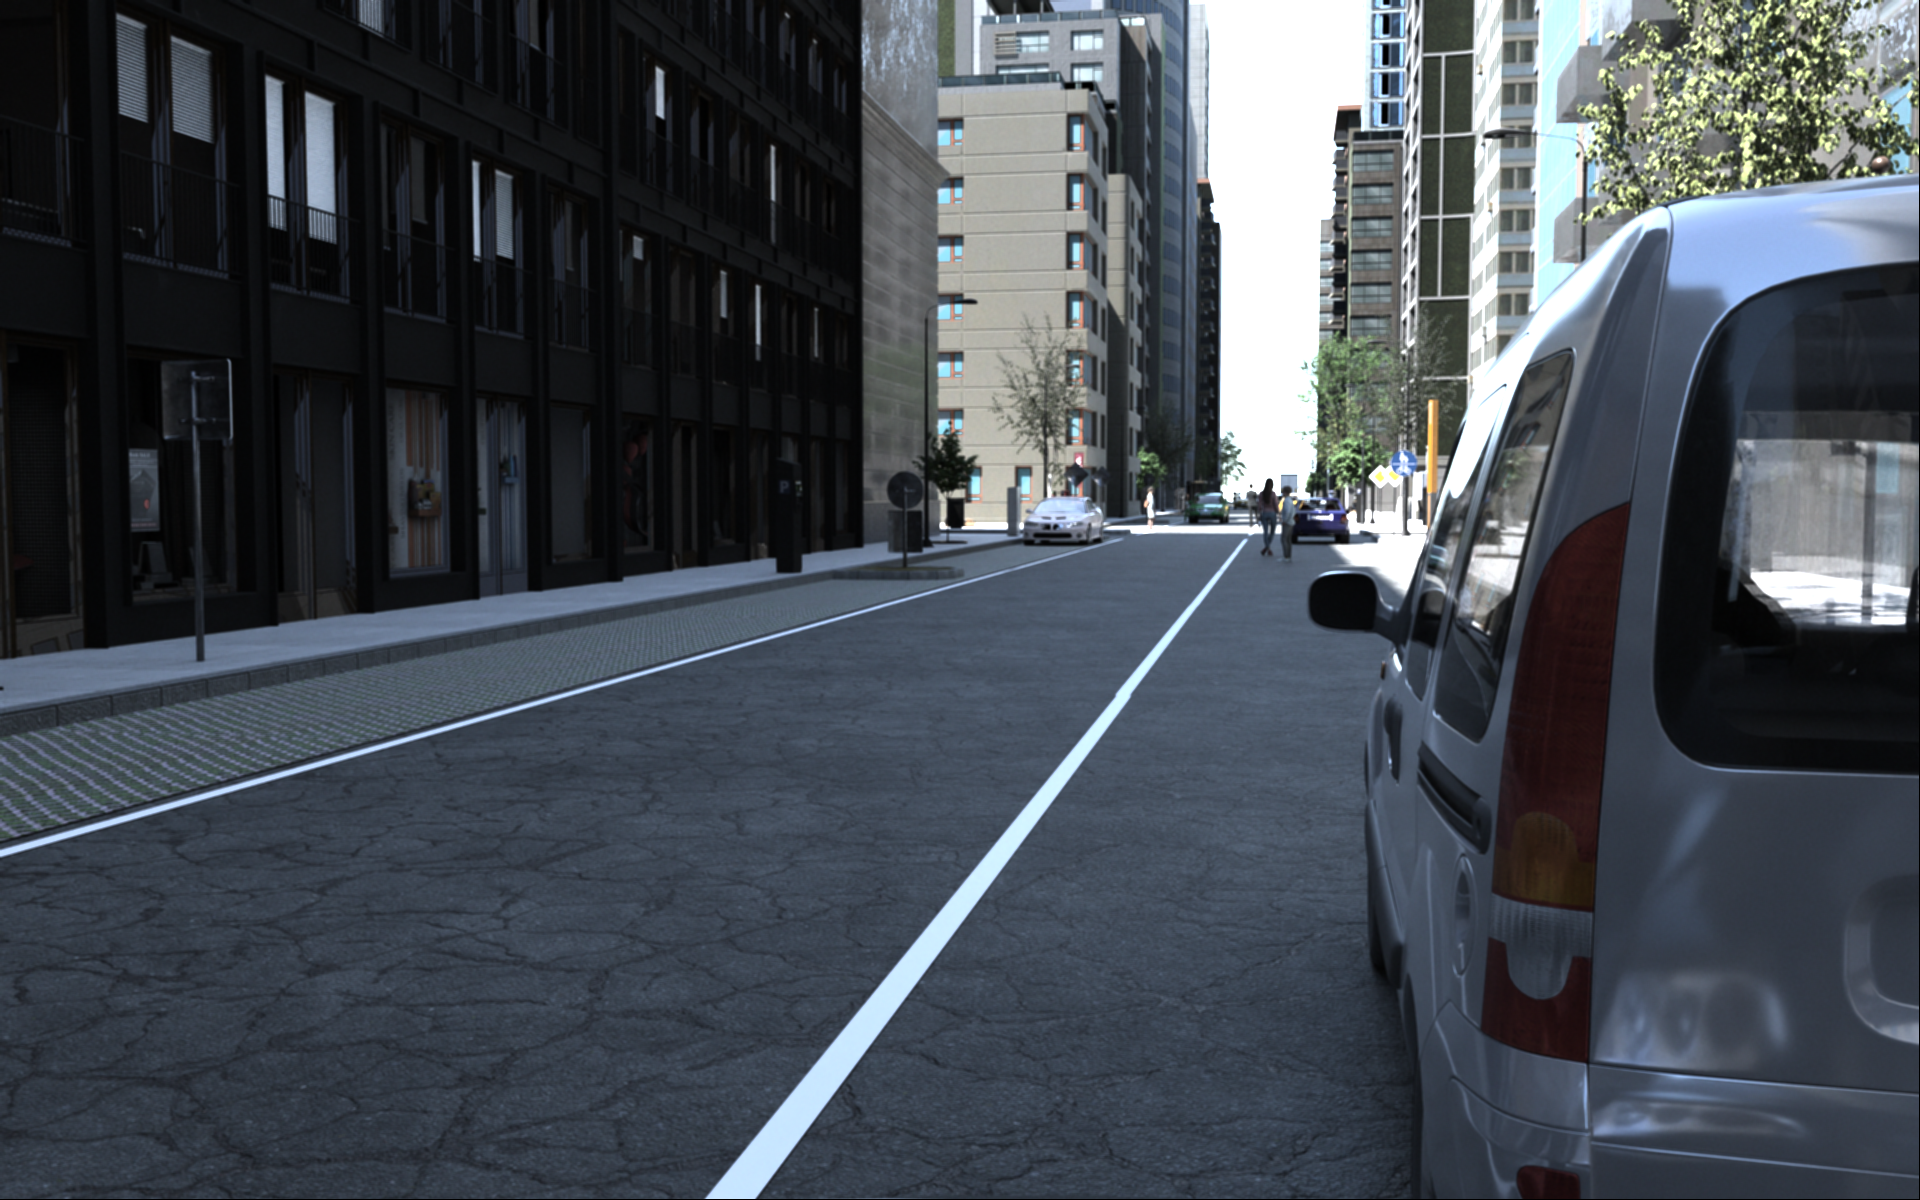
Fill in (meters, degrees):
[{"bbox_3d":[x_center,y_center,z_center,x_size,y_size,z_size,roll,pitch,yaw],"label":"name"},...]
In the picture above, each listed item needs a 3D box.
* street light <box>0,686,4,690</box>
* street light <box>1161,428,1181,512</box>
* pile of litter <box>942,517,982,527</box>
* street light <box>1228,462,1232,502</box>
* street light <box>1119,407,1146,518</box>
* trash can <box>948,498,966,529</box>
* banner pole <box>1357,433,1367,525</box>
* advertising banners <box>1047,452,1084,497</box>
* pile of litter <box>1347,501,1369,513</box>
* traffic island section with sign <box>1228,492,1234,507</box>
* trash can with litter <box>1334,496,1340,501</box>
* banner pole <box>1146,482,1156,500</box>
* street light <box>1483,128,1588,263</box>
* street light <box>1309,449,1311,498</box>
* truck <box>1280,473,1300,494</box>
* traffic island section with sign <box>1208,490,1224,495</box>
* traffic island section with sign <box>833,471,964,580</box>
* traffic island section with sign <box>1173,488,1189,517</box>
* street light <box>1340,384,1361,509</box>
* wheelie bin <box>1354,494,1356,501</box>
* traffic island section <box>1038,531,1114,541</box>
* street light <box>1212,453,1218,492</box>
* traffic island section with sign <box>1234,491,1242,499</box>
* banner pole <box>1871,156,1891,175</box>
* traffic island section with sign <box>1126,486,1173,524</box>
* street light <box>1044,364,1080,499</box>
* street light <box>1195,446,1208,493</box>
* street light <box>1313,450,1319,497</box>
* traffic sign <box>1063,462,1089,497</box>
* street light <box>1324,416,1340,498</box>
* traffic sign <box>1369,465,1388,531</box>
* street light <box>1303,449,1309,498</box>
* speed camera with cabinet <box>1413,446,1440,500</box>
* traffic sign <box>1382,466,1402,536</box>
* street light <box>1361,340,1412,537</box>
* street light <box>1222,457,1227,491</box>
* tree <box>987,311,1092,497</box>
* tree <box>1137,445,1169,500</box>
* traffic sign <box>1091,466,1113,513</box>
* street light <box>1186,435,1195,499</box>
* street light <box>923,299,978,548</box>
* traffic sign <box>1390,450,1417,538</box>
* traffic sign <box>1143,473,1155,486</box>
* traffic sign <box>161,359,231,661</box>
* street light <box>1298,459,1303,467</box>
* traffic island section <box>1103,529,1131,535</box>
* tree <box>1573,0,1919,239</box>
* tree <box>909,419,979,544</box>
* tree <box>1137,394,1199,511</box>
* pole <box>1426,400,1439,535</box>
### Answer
[{"bbox_3d":[-5.916,-2.354,11.034,1.470,5.913,1.316,1,4,10],"label":"street light"},{"bbox_3d":[14.858,-9.153,122.199,1.470,5.913,1.316,1,4,10],"label":"street light"},{"bbox_3d":[0.093,-3.294,67.821,1.719,0.858,1.176,-1,4,-12],"label":"pile of litter"},{"bbox_3d":[38.346,-16.921,249.204,1.470,5.913,1.316,1,4,10],"label":"street light"},{"bbox_3d":[9.163,-7.317,92.182,1.470,5.913,1.316,1,4,10],"label":"street light"},{"bbox_3d":[-0.149,-3.234,64.537,0.748,1.137,0.748,0,3,0],"label":"trash can"},{"bbox_3d":[16.704,-5.007,71.879,0.401,3.779,0.863,1,4,9],"label":"banner pole"},{"bbox_3d":[4.432,-4.708,73.163,2.074,3.025,0.090,3,5,43],"label":"advertising banners"},{"bbox_3d":[27.294,-6.430,119.103,1.719,0.858,1.176,1,4,17],"label":"pile of litter"},{"bbox_3d":[28.223,-10.889,186.666,1.989,1.847,2.006,1,4,10],"label":"traffic island section with sign"},{"bbox_3d":[28.032,-7.129,127.942,1.055,1.170,0.624,2,4,28],"label":"trash can with litter"},{"bbox_3d":[13.555,-8.156,123.365,0.863,3.779,0.401,0,3,0],"label":"banner pole"},{"bbox_3d":[7.338,-3.028,22.054,1.470,5.913,1.316,1,4,10],"label":"street light"},{"bbox_3d":[30.822,-10.738,148.106,1.470,5.913,1.316,1,4,10],"label":"street light"},{"bbox_3d":[45.834,-15.419,241.017,2.839,4.237,11.283,1,4,12],"label":"truck"},{"bbox_3d":[23.245,-9.252,159.898,1.989,1.847,2.006,1,4,10],"label":"traffic island section with sign"},{"bbox_3d":[-0.991,-1.284,29.620,1.989,1.847,2.006,1,4,10],"label":"traffic island section with sign"},{"bbox_3d":[14.103,-6.247,110.770,1.989,1.847,2.006,1,4,10],"label":"traffic island section with sign"},{"bbox_3d":[16.954,-6.166,73.352,1.470,5.913,1.316,1,4,10],"label":"street light"},{"bbox_3d":[28.350,-7.027,122.796,0.693,1.594,0.980,0,4,-3],"label":"wheelie bin"},{"bbox_3d":[3.600,-1.956,54.263,2.009,0.180,2.903,1,4,10],"label":"traffic island section"},{"bbox_3d":[28.934,-13.804,198.235,1.470,5.913,1.316,1,4,10],"label":"street light"},{"bbox_3d":[38.353,-14.224,241.181,1.989,1.847,2.006,1,4,10],"label":"traffic island section with sign"},{"bbox_3d":[6.831,-1.417,13.178,0.401,3.779,0.863,0,4,1],"label":"banner pole"},{"bbox_3d":[9.134,-4.612,84.039,1.989,1.847,2.006,1,4,10],"label":"traffic island section with sign"},{"bbox_3d":[3.600,-5.480,62.140,1.470,5.913,1.316,1,4,10],"label":"street light"},{"bbox_3d":[23.298,-11.964,168.156,1.470,5.913,1.316,1,4,10],"label":"street light"},{"bbox_3d":[28.119,-9.840,133.427,1.470,5.913,1.316,1,4,10],"label":"street light"},{"bbox_3d":[3.625,-3.092,54.197,0.795,2.450,0.064,1,4,10],"label":"traffic sign"},{"bbox_3d":[22.430,-8.004,103.409,1.470,5.913,1.316,1,4,10],"label":"street light"},{"bbox_3d":[14.612,-3.463,60.263,0.795,2.450,0.064,1,4,10],"label":"traffic sign"},{"bbox_3d":[36.517,-12.637,179.148,1.470,5.913,1.316,1,4,10],"label":"street light"},{"bbox_3d":[19.727,-4.724,71.576,2.038,3.252,0.660,-2,4,-24],"label":"speed camera with cabinet"},{"bbox_3d":[13.153,-2.983,52.412,0.795,2.450,0.064,1,4,10],"label":"traffic sign"},{"bbox_3d":[12.950,-4.877,52.281,1.470,5.913,1.316,1,4,10],"label":"street light"},{"bbox_3d":[32.797,-15.084,219.160,1.470,5.913,1.316,1,4,10],"label":"street light"},{"bbox_3d":[3.407,-7.237,68.690,4.360,8.622,3.978,0,3,0],"label":"tree"},{"bbox_3d":[12.232,-8.087,115.928,4.285,4.588,4.351,0,3,0],"label":"tree"},{"bbox_3d":[5.084,-3.572,62.048,0.795,2.450,0.064,1,4,10],"label":"traffic sign"},{"bbox_3d":[17.649,-10.083,137.402,1.470,5.913,1.316,1,4,10],"label":"street light"},{"bbox_3d":[-0.275,-4.215,41.462,1.470,5.913,1.316,1,4,10],"label":"street light"},{"bbox_3d":[12.858,-3.066,50.228,0.768,2.556,0.104,1,4,17],"label":"traffic sign"},{"bbox_3d":[11.580,-6.492,106.257,0.768,2.556,0.104,1,4,19],"label":"traffic sign"},{"bbox_3d":[-5.823,-0.678,13.217,0.606,2.300,0.079,1,4,15],"label":"traffic sign"},{"bbox_3d":[45.837,-15.701,229.258,1.470,5.913,1.316,1,4,10],"label":"street light"},{"bbox_3d":[5.060,-2.436,62.115,2.009,0.180,2.903,1,4,10],"label":"traffic island section"},{"bbox_3d":[8.165,-4.125,17.805,4.737,8.622,4.395,0,3,0],"label":"tree"},{"bbox_3d":[-0.213,-3.083,45.005,1.663,3.219,1.824,0,3,0],"label":"tree"},{"bbox_3d":[15.700,-11.120,132.177,4.360,8.622,3.978,0,3,0],"label":"tree"},{"bbox_3d":[10.263,-2.678,37.625,0.158,3.312,0.155,0,3,0],"label":"pole"}]
